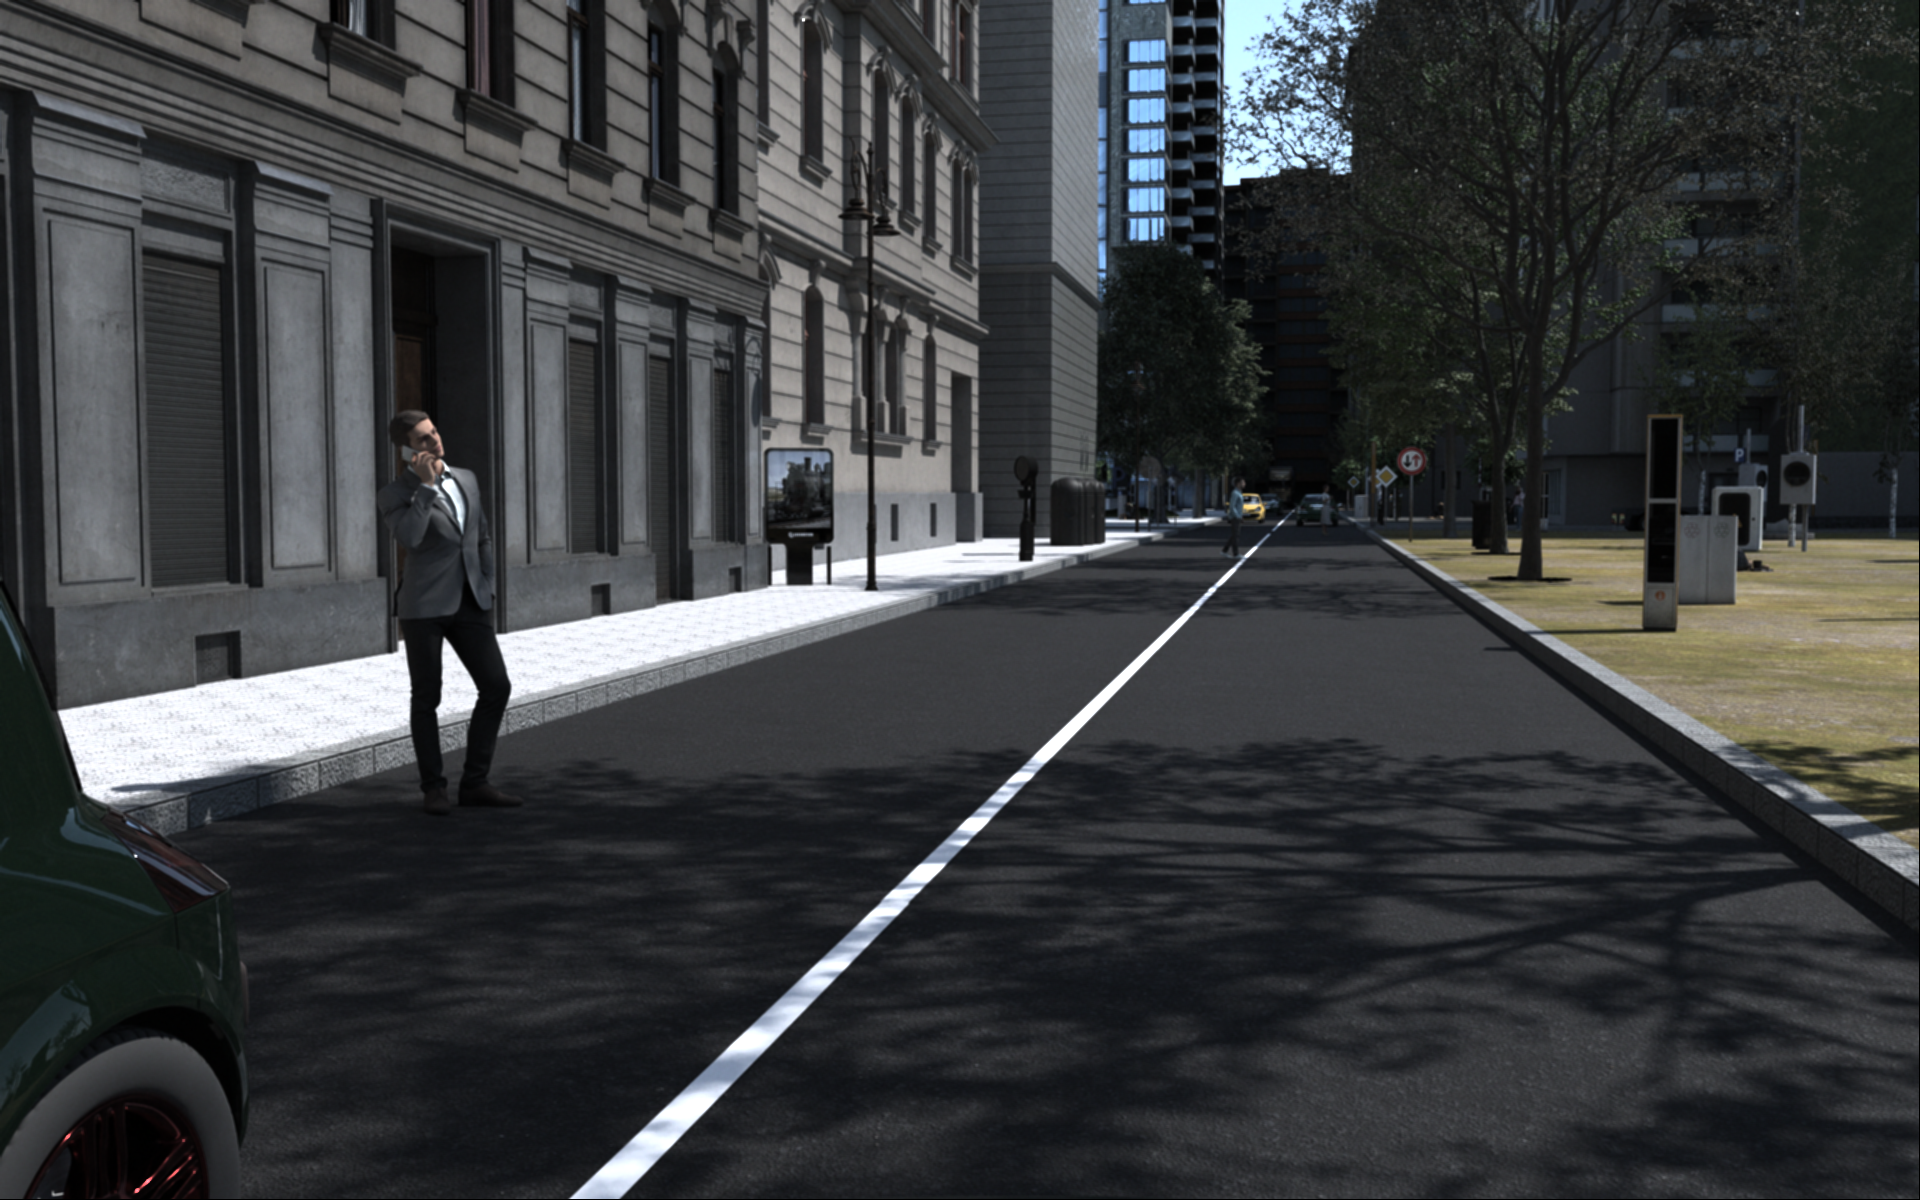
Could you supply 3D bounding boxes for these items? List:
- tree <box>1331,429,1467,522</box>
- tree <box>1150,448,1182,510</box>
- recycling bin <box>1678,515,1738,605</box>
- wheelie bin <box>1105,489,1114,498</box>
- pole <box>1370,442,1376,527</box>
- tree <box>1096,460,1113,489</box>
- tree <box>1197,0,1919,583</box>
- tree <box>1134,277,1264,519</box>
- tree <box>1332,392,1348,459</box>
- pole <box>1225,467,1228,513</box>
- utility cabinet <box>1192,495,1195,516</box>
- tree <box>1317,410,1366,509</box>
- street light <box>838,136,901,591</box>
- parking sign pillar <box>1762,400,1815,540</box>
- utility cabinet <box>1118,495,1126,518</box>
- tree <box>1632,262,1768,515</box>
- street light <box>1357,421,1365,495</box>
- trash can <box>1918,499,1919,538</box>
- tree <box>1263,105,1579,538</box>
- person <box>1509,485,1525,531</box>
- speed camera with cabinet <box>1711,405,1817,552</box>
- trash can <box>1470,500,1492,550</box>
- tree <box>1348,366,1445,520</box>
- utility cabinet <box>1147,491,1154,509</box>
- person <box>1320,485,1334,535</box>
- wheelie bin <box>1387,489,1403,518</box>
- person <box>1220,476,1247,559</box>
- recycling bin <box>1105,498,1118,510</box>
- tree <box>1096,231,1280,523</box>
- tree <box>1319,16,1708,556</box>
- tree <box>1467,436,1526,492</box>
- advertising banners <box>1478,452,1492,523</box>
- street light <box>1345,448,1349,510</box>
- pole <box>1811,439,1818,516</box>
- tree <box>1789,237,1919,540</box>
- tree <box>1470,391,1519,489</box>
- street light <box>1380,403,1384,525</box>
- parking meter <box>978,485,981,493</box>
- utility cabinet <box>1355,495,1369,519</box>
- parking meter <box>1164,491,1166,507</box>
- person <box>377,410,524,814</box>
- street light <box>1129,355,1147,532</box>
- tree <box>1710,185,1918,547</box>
[{"bbox_3d":[20.539,-5.961,81.181,4.285,4.588,4.351,0,3,0],"label":"tree"},{"bbox_3d":[14.189,-10.298,118.739,4.737,8.622,4.395,0,3,0],"label":"tree"},{"bbox_3d":[8.660,-0.481,20.421,0.722,1.027,0.722,0,4,1],"label":"recycling bin"},{"bbox_3d":[10.079,-6.776,118.695,0.980,1.594,0.693,2,4,24],"label":"wheelie bin"},{"bbox_3d":[16.138,-4.510,67.586,0.158,3.312,0.155,0,3,0],"label":"pole"},{"bbox_3d":[11.233,-9.774,143.524,4.285,4.588,4.351,0,3,0],"label":"tree"},{"bbox_3d":[8.595,-7.032,25.345,12.009,13.543,11.850,0,3,0],"label":"tree"},{"bbox_3d":[12.461,-10.568,90.918,7.486,12.596,7.792,0,3,0],"label":"tree"},{"bbox_3d":[23.037,-8.850,95.057,4.737,8.622,4.395,0,3,0],"label":"tree"},{"bbox_3d":[17.632,-7.381,114.523,0.158,3.312,0.155,0,3,0],"label":"pole"},{"bbox_3d":[14.272,-5.665,103.778,0.306,1.237,1.020,2,4,34],"label":"utility cabinet"},{"bbox_3d":[33.385,-12.205,149.908,4.360,8.622,3.978,0,3,0],"label":"tree"},{"bbox_3d":[-1.179,-3.064,22.888,0.468,5.910,1.993,1,4,11],"label":"street light"},{"bbox_3d":[23.339,-3.691,48.821,1.447,3.967,1.447,0,4,-7],"label":"parking sign pillar"},{"bbox_3d":[8.564,-4.921,91.628,0.306,1.237,1.020,1,4,15],"label":"utility cabinet"},{"bbox_3d":[23.820,-6.436,55.589,4.737,8.622,4.395,0,3,0],"label":"tree"},{"bbox_3d":[24.556,-8.149,106.023,0.468,5.910,1.993,1,4,11],"label":"street light"},{"bbox_3d":[26.974,-2.226,48.048,0.748,1.137,0.748,0,3,0],"label":"trash can"},{"bbox_3d":[14.050,-8.121,50.902,7.486,12.596,7.792,0,3,0],"label":"tree"},{"bbox_3d":[20.795,-3.388,64.489,0.643,1.750,0.593,-3,5,-40],"label":"person"},{"bbox_3d":[18.046,-2.723,38.857,2.038,3.252,0.660,2,4,31],"label":"speed camera with cabinet"},{"bbox_3d":[12.212,-1.746,40.207,0.748,1.137,0.748,0,3,0],"label":"trash can"},{"bbox_3d":[22.102,-8.342,86.758,4.737,8.622,4.395,0,3,0],"label":"tree"},{"bbox_3d":[12.757,-6.465,114.389,0.318,1.500,1.173,3,4,39],"label":"utility cabinet"},{"bbox_3d":[12.763,-3.119,60.060,0.524,1.755,0.480,2,4,33],"label":"person"},{"bbox_3d":[23.278,-5.180,92.605,0.693,1.594,0.980,2,4,31],"label":"wheelie bin"},{"bbox_3d":[6.085,-1.835,38.516,0.620,1.820,0.660,1,4,13],"label":"person"},{"bbox_3d":[9.355,-5.834,107.947,0.722,1.027,0.722,-2,4,-33],"label":"recycling bin"},{"bbox_3d":[8.638,-9.710,75.762,9.611,12.733,9.660,0,3,0],"label":"tree"},{"bbox_3d":[11.478,-6.768,36.411,9.928,11.665,9.643,0,3,0],"label":"tree"},{"bbox_3d":[25.967,-6.131,83.961,4.285,4.588,4.351,0,3,0],"label":"tree"},{"bbox_3d":[22.026,-4.676,72.641,0.090,3.025,2.074,2,4,34],"label":"advertising banners"},{"bbox_3d":[31.497,-10.285,140.946,0.468,5.910,1.993,1,4,11],"label":"street light"},{"bbox_3d":[31.957,-4.339,64.778,0.158,3.312,0.155,0,3,0],"label":"pole"},{"bbox_3d":[27.804,-6.155,50.992,4.360,8.622,3.978,0,3,0],"label":"tree"},{"bbox_3d":[30.255,-8.810,94.408,4.360,8.622,3.978,0,3,0],"label":"tree"},{"bbox_3d":[17.277,-5.987,70.674,0.468,5.910,1.993,1,4,11],"label":"street light"},{"bbox_3d":[0.419,-2.539,49.926,0.372,1.533,0.369,0,3,0],"label":"parking meter"},{"bbox_3d":[21.149,-4.900,91.278,0.306,1.237,1.020,-1,4,-14],"label":"utility cabinet"},{"bbox_3d":[12.618,-6.085,107.895,0.372,1.533,0.369,0,3,0],"label":"parking meter"},{"bbox_3d":[-2.308,0.052,7.834,0.592,1.802,0.473,-2,4,-35],"label":"person"},{"bbox_3d":[5.931,-5.201,57.816,0.468,5.910,1.993,1,4,11],"label":"street light"},{"bbox_3d":[20.492,-5.596,41.865,4.360,8.622,3.978,0,3,0],"label":"tree"}]
